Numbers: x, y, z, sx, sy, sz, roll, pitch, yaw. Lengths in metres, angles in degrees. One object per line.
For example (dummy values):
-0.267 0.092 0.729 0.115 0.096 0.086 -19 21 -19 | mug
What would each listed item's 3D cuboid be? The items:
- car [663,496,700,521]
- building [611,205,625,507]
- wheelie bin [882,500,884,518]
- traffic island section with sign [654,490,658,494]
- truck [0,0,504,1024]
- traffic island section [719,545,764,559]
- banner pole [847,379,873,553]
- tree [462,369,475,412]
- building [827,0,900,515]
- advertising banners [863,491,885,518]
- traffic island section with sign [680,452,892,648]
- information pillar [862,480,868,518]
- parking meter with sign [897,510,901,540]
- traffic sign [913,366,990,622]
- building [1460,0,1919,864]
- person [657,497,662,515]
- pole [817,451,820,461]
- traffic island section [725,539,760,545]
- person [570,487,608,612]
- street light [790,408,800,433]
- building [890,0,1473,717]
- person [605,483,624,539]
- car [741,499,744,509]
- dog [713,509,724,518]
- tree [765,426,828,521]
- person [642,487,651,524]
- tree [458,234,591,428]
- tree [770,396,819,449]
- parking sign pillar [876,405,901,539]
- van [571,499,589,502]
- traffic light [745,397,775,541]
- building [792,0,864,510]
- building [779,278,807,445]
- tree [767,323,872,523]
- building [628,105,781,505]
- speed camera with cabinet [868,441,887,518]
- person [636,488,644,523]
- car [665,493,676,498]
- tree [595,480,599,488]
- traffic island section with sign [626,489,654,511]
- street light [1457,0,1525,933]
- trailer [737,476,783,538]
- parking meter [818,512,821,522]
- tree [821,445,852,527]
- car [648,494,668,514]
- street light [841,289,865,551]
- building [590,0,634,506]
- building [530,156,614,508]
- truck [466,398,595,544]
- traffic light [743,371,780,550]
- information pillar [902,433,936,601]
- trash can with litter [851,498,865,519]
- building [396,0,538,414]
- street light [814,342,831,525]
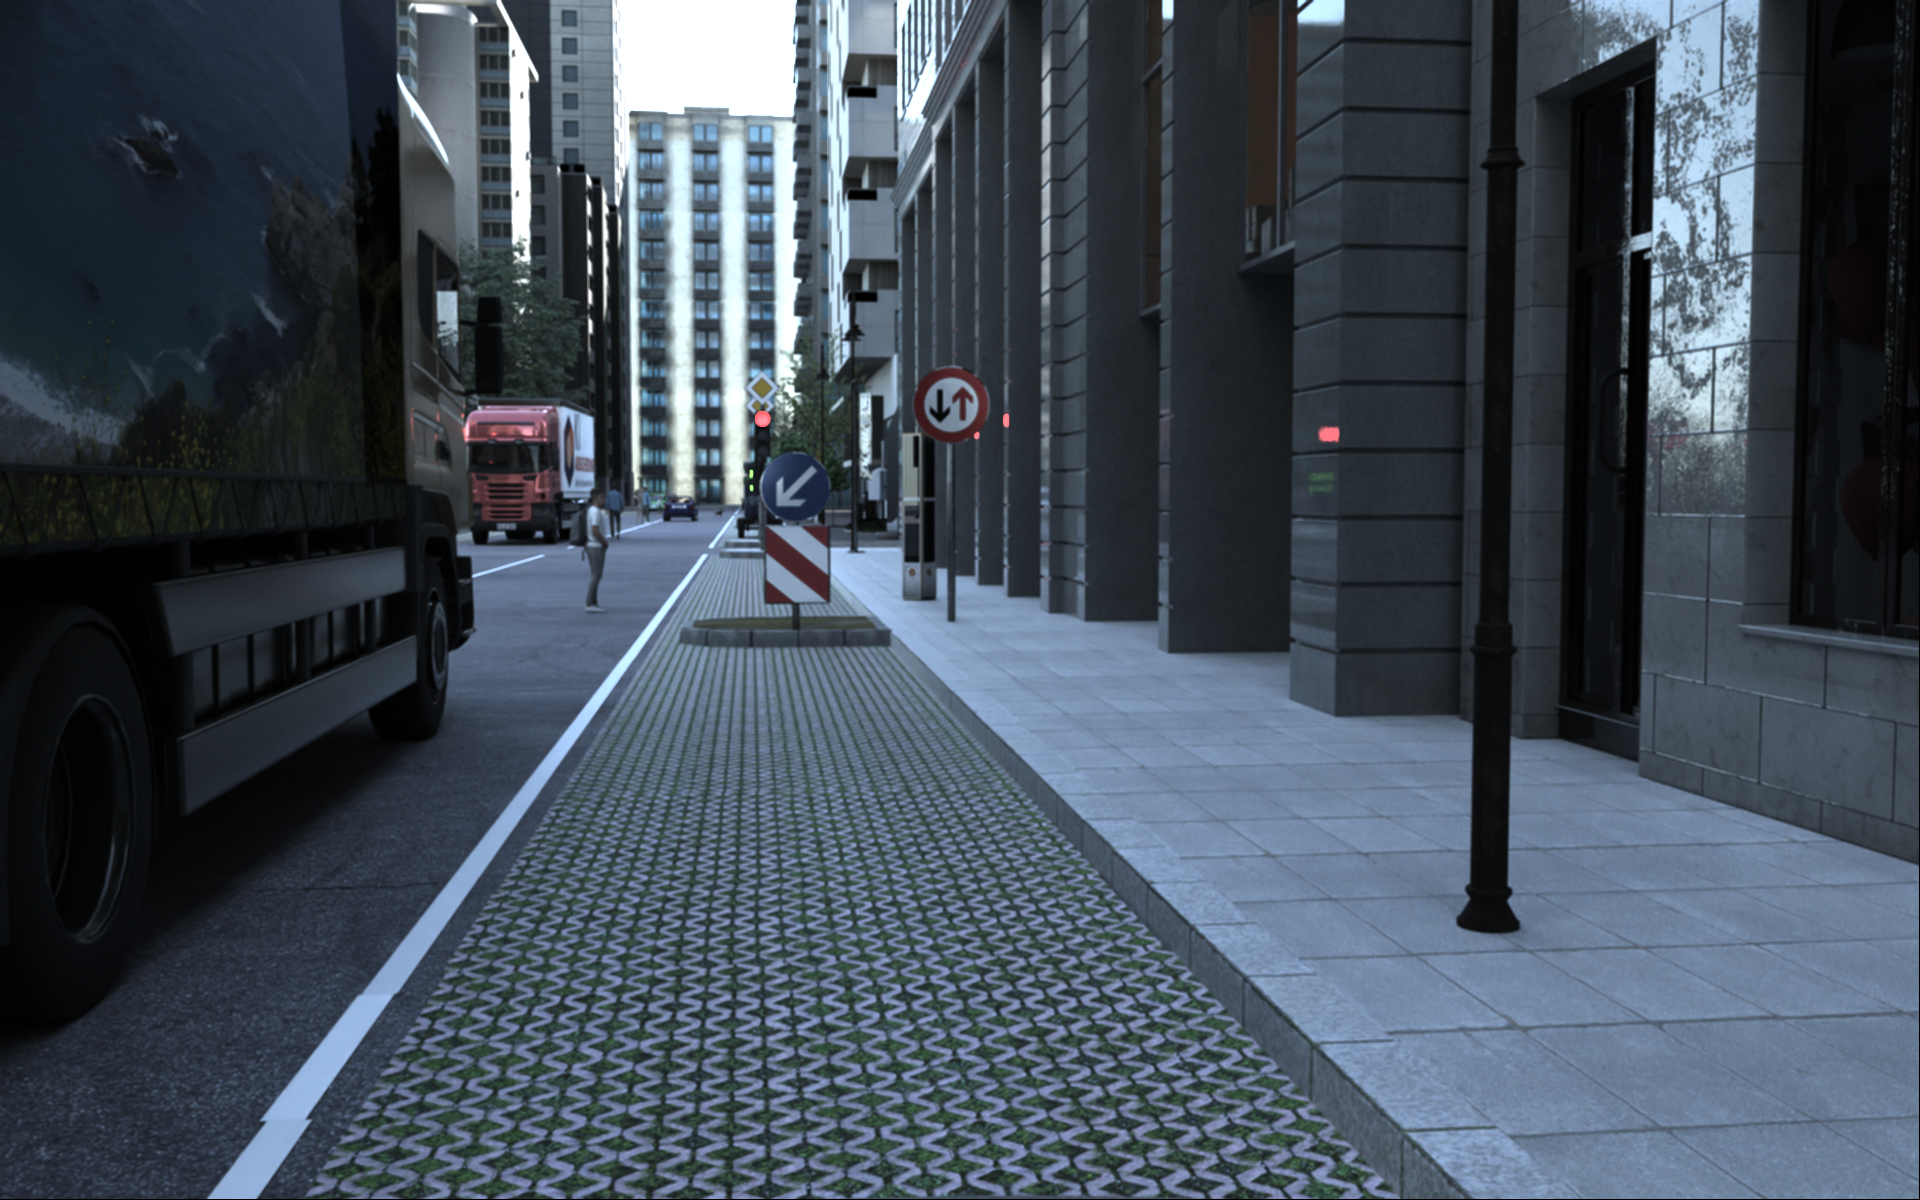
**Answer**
-14.849 -4.863 92.091 1.945 1.354 3.894 0 4 -7 | car
-39.749 -24.061 165.097 14.160 30.474 14.107 0 4 -7 | building
-3.272 -4.394 79.754 0.980 1.594 0.693 1 4 19 | wheelie bin
-30.689 -10.160 174.750 1.989 1.847 2.006 0 4 -7 | traffic island section with sign
-3.802 -1.082 6.608 2.839 4.237 11.283 0 4 -7 | truck
-4.480 -1.063 39.661 2.009 0.180 2.903 0 4 -7 | traffic island section
-2.140 -2.912 37.631 0.401 3.779 0.863 -3 4 -37 | banner pole
-29.088 -9.102 99.173 4.360 8.622 3.978 0 3 0 | tree
6.057 -31.493 104.153 28.713 52.752 27.495 0 4 -7 | building
-2.765 -4.374 67.708 2.074 3.025 0.090 -1 4 -13 | advertising banners
-1.738 -0.514 17.032 1.989 1.847 2.006 0 4 -7 | traffic island section with sign
-4.380 -4.671 80.865 0.304 2.012 0.304 1 4 21 | information pillar
-0.896 -3.175 48.175 1.738 3.016 0.543 1 4 21 | parking meter with sign
-0.085 -1.056 17.373 0.768 2.556 0.104 0 4 2 | traffic sign
9.005 -8.977 1.522 10.420 20.320 16.860 0 4 -7 | building
-20.145 -6.294 116.088 0.352 1.250 0.332 0 4 6 | person
-6.616 -5.342 81.185 0.158 3.312 0.155 0 3 0 | pole
-5.440 -1.548 47.588 2.009 0.180 2.903 0 4 -7 | traffic island section
-4.444 -0.609 21.048 0.503 1.515 0.523 2 4 34 | person
-8.290 -7.003 87.285 0.468 5.910 1.993 0 4 -7 | street light
5.732 -15.095 24.297 11.434 29.767 29.804 0 4 -7 | building
-10.904 -2.803 54.666 0.601 1.785 0.444 -1 4 -18 | person
-20.249 -9.497 167.855 1.945 1.354 3.894 0 4 -7 | car
-14.771 -5.298 105.903 0.406 0.507 0.540 2 4 35 | dog
-7.731 -6.102 83.482 4.285 4.588 4.351 0 3 0 | tree
-15.067 -4.553 83.286 0.444 1.785 0.601 -2 4 -23 | person
-22.865 -10.867 84.323 9.857 13.997 8.962 0 3 0 | tree
-12.373 -10.783 126.668 4.360 8.622 3.978 0 3 0 | tree
-1.710 -3.751 49.794 1.447 3.967 1.447 -1 4 -21 | parking sign pillar
-21.123 -5.317 93.946 2.013 2.044 4.112 0 4 -8 | van
-5.481 -3.581 47.469 0.839 4.253 0.868 0 4 -7 | traffic light
-3.240 -32.515 151.228 23.786 49.044 30.456 0 4 -7 | building
-7.653 -53.122 181.213 22.319 86.520 31.000 0 4 -7 | building
-6.059 -7.662 75.636 4.737 8.622 4.395 0 3 0 | tree
-31.485 -36.514 216.612 30.456 49.044 23.786 0 4 -7 | building
-2.627 -4.305 64.724 0.660 3.252 2.038 2 4 32 | speed camera with cabinet
-15.550 -4.633 84.592 0.599 1.781 0.374 -2 4 -28 | person
-24.698 -8.415 146.620 2.155 1.783 4.494 -1 4 -9 | car
-27.541 -8.221 129.009 1.663 3.219 1.824 0 3 0 | tree
-27.450 -8.524 147.989 1.989 1.847 2.006 0 4 -7 | traffic island section with sign
1.569 -1.968 4.965 0.468 5.910 1.993 0 4 -7 | street light
-6.626 -3.065 57.160 1.471 1.999 3.904 0 4 -8 | trailer
-6.511 -4.361 79.714 0.372 1.533 0.369 0 3 0 | parking meter
-5.064 -4.475 67.765 1.663 3.219 1.824 0 3 0 | tree
-21.884 -7.097 124.825 1.959 1.807 4.718 0 4 -5 | car
-2.419 -4.062 39.194 0.468 5.910 1.993 0 4 -7 | street light
-45.873 -45.514 182.401 20.611 71.187 20.563 0 4 -7 | building
-38.259 -23.168 150.495 14.160 30.474 14.107 0 4 -7 | building
-13.055 -3.917 52.949 2.839 4.237 11.283 0 4 -5 | truck
-4.521 -3.096 39.542 0.839 4.253 0.868 0 4 -7 | traffic light
-0.490 -1.007 20.953 0.304 2.012 0.304 3 4 36 | information pillar
-4.121 -3.825 73.919 1.055 1.170 0.624 2 4 25 | trash can with litter
-45.511 -26.806 130.160 32.217 40.220 23.993 0 4 -7 | building
-4.198 -4.901 52.924 0.468 5.910 1.993 0 4 -7 | street light
